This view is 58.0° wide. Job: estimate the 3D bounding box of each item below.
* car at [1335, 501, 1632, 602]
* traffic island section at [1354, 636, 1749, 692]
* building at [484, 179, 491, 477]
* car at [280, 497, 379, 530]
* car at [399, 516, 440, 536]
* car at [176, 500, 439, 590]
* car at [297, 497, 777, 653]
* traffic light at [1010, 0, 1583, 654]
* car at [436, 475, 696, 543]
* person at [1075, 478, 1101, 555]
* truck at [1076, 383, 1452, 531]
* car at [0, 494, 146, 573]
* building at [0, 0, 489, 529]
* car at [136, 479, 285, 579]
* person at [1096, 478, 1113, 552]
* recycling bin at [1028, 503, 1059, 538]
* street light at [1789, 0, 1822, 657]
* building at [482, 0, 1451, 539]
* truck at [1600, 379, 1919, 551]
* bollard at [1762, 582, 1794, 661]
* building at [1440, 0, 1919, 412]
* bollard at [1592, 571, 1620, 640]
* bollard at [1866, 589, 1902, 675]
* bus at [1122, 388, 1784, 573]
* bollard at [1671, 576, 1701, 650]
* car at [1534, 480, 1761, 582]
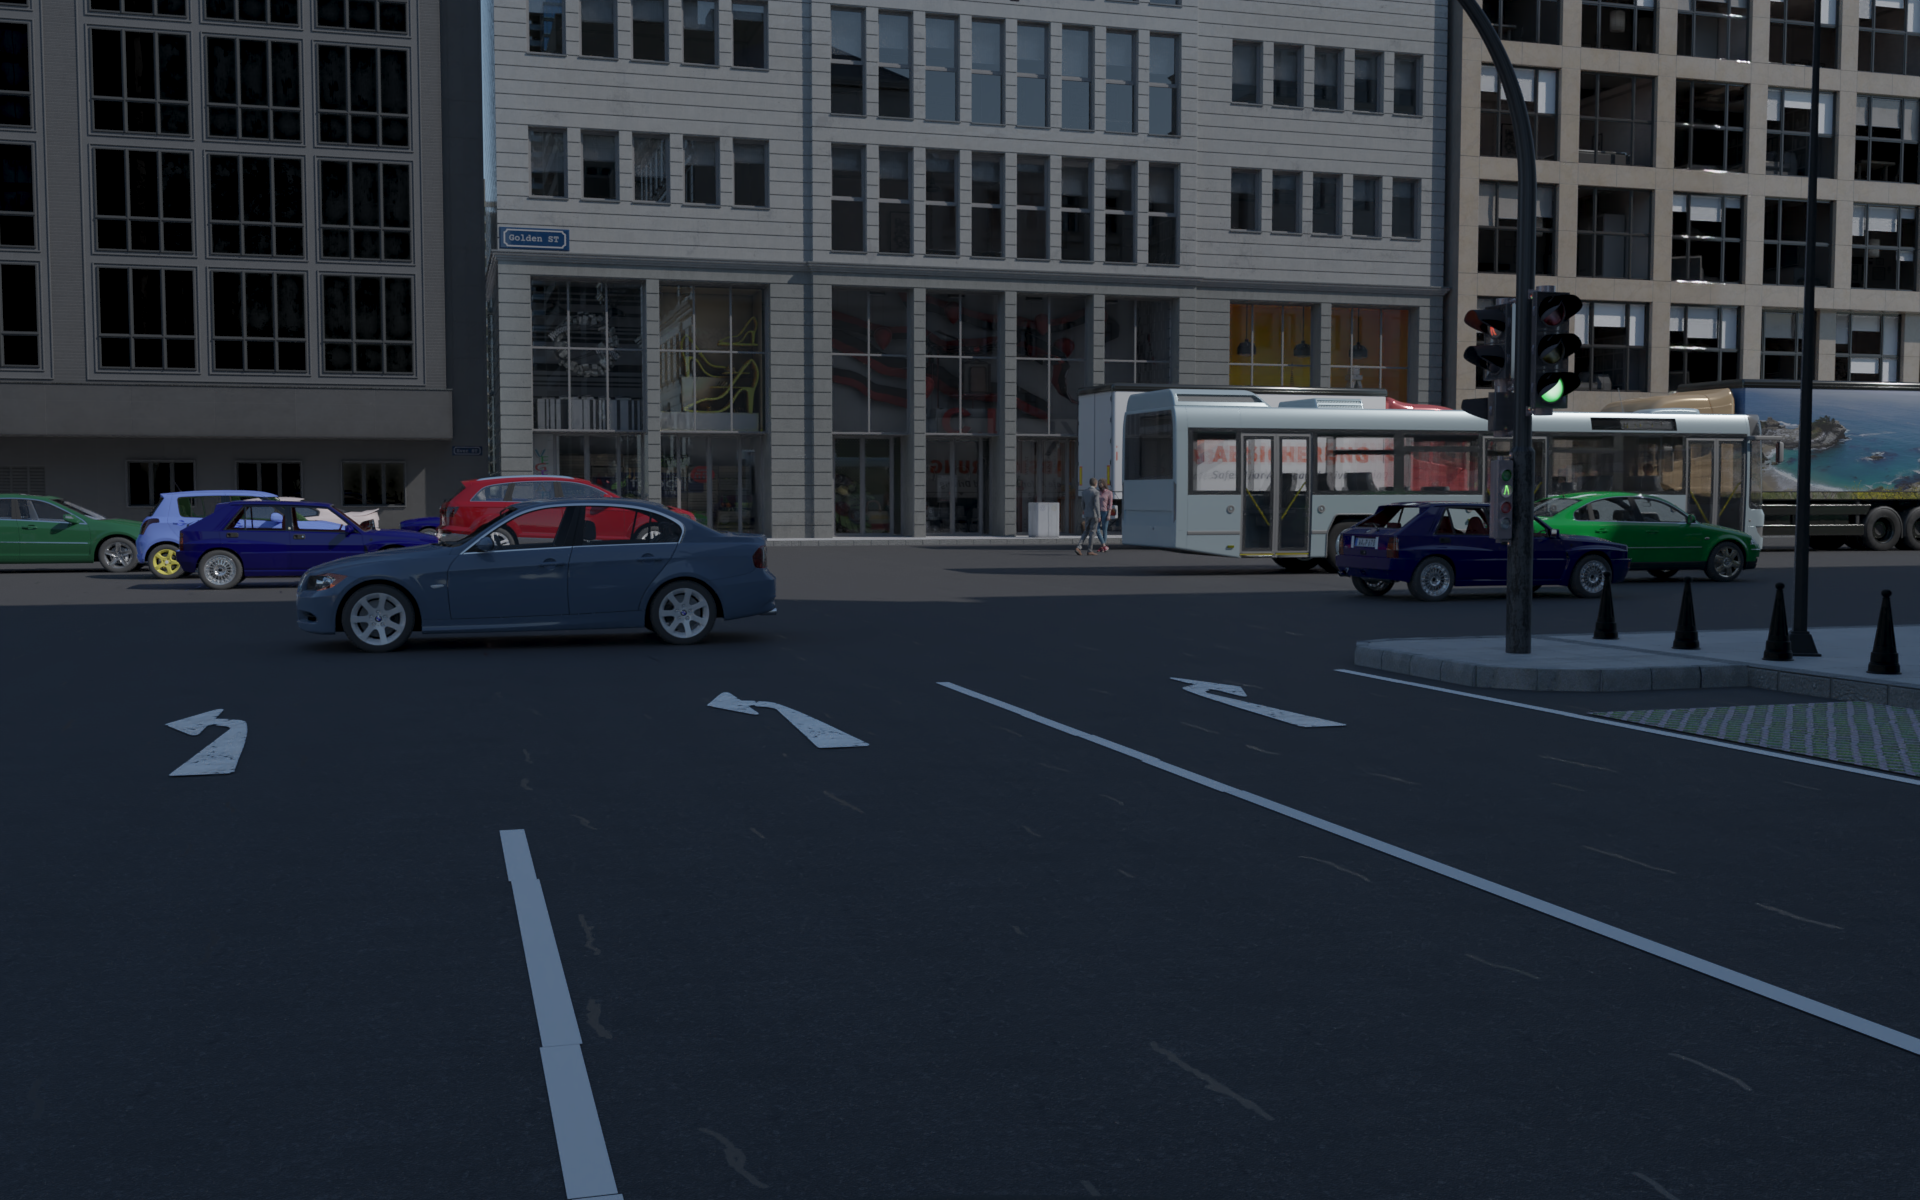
[{"bbox_3d":[7.311,-0.710,24.182,3.894,1.354,1.945,-1,4,-17],"label":"car"},{"bbox_3d":[4.520,0.505,14.021,2.009,0.180,2.903,-1,4,-17],"label":"traffic island section"},{"bbox_3d":[-58.153,-32.081,216.408,23.993,40.220,32.217,-1,4,-17],"label":"building"},{"bbox_3d":[-14.509,-1.435,35.829,4.827,1.381,2.083,-1,4,-18],"label":"car"},{"bbox_3d":[-11.957,-1.860,42.997,3.894,1.354,1.945,-1,4,-18],"label":"car"},{"bbox_3d":[-10.095,-0.887,27.078,3.894,1.354,1.945,-1,4,-18],"label":"car"},{"bbox_3d":[-4.057,-0.295,16.826,4.499,1.417,2.014,-1,4,-17],"label":"car"},{"bbox_3d":[2.501,-2.354,13.155,4.771,5.953,1.251,-1,4,-17],"label":"traffic light"},{"bbox_3d":[-8.075,-1.659,35.801,5.304,1.827,2.281,-1,4,-15],"label":"car"},{"bbox_3d":[3.064,-1.948,40.478,0.709,1.813,0.853,3,5,45],"label":"person"},{"bbox_3d":[8.796,-3.519,46.449,11.283,4.237,2.839,-1,4,-18],"label":"truck"},{"bbox_3d":[-16.980,-1.231,31.929,4.920,1.459,2.131,-1,4,-18],"label":"car"},{"bbox_3d":[-26.246,-15.683,49.920,24.014,27.812,14.314,-1,4,-17],"label":"building"},{"bbox_3d":[-12.281,-1.256,30.129,3.694,1.707,1.945,-1,4,-15],"label":"car"},{"bbox_3d":[3.485,-2.091,42.705,0.555,1.821,0.388,2,4,26],"label":"person"},{"bbox_3d":[2.473,-2.363,51.181,0.722,1.027,0.722,-1,4,-19],"label":"recycling bin"},{"bbox_3d":[6.163,-2.503,13.473,1.470,5.913,1.316,-1,4,-17],"label":"street light"},{"bbox_3d":[-0.083,-17.052,56.289,29.804,29.767,11.434,-1,4,-17],"label":"building"},{"bbox_3d":[20.860,-3.362,43.890,11.283,4.237,2.839,-1,4,-15],"label":"truck"},{"bbox_3d":[6.321,0.164,13.367,0.229,0.601,0.229,0,3,0],"label":"bollard"},{"bbox_3d":[29.454,-16.188,69.182,34.151,26.468,19.350,-1,4,-17],"label":"building"},{"bbox_3d":[5.725,0.043,15.336,0.229,0.601,0.229,0,3,0],"label":"bollard"},{"bbox_3d":[6.616,0.224,12.383,0.229,0.601,0.229,0,3,0],"label":"bollard"},{"bbox_3d":[9.732,-2.333,32.998,13.247,3.499,2.948,-1,4,-16],"label":"bus"},{"bbox_3d":[6.024,0.103,14.350,0.229,0.601,0.229,0,3,0],"label":"bollard"},{"bbox_3d":[10.927,-1.212,28.607,4.718,1.807,1.959,-1,4,-15],"label":"car"}]
